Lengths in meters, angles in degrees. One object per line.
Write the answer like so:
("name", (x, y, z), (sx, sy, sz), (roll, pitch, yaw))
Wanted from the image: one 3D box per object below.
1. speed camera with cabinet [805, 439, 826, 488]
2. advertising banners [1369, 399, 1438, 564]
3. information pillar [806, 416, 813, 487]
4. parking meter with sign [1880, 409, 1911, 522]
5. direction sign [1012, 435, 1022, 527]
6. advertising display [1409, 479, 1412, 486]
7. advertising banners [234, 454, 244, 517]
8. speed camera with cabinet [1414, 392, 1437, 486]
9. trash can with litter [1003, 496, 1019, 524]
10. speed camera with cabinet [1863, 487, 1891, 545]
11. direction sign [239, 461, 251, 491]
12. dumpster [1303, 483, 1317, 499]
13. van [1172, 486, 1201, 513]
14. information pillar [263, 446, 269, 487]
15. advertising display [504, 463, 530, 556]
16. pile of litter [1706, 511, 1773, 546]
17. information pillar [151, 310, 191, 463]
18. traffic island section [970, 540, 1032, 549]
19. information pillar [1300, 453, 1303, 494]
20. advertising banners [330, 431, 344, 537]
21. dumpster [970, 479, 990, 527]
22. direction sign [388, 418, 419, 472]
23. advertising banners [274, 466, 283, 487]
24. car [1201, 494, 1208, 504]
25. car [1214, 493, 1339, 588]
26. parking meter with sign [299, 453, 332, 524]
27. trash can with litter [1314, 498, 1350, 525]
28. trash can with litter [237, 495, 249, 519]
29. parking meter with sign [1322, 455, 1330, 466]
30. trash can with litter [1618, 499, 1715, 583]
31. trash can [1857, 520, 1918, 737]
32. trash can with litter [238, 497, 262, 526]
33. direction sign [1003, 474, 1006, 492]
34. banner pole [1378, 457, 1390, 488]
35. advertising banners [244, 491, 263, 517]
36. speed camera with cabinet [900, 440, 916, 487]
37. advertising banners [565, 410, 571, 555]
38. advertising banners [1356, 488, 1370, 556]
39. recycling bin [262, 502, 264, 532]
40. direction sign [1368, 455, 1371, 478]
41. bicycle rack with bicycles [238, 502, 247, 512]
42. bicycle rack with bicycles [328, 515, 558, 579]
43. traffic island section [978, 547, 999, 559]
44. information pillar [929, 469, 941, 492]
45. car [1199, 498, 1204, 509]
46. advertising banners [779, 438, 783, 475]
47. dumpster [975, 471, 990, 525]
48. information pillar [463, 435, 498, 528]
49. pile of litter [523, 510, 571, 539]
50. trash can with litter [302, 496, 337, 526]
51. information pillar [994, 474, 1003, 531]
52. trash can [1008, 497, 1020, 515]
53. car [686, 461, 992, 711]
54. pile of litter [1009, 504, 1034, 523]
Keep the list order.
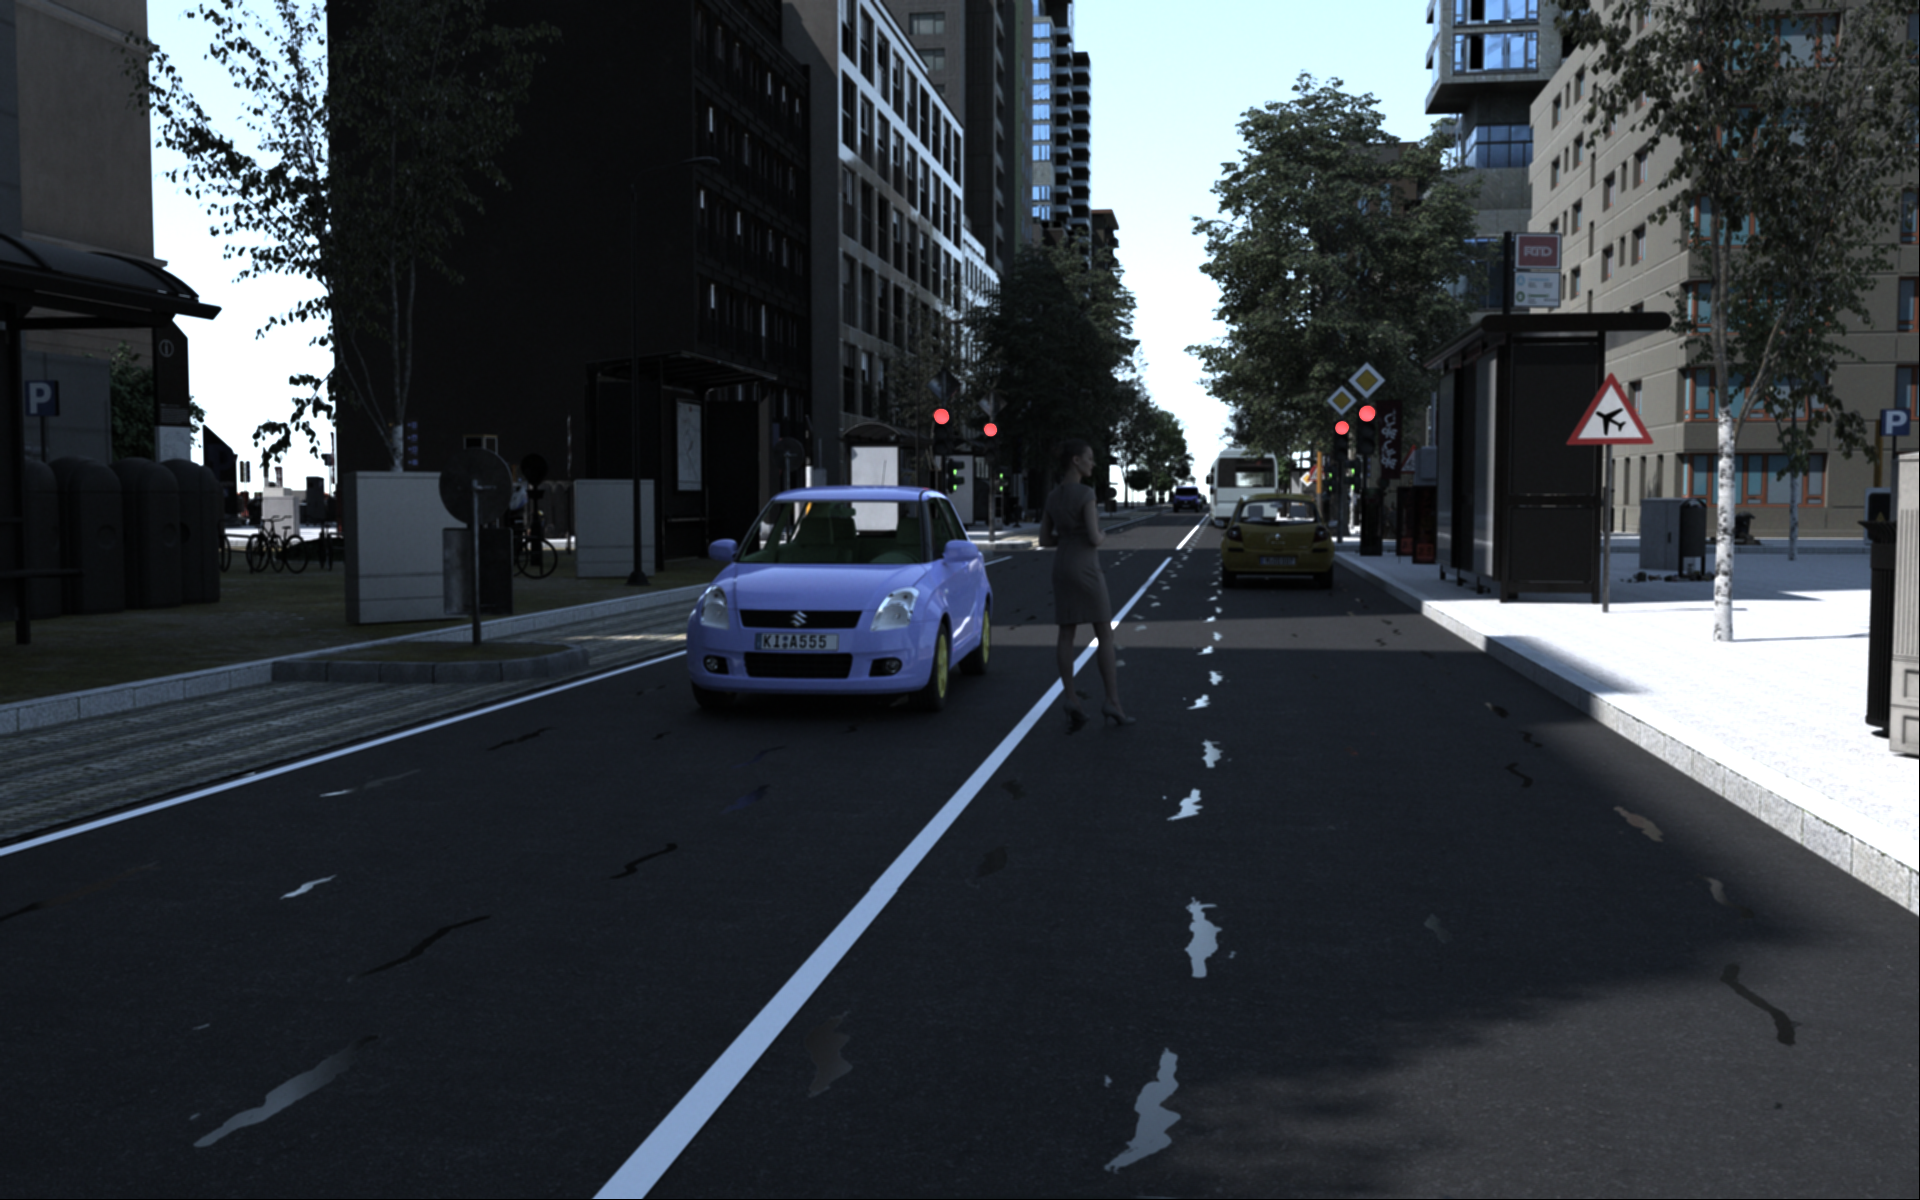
("speed camera with cabinet", (-5.566, -4.181, 62.690), (0.660, 3.252, 2.038), (-2, 4, -33))
("advertising banners", (8.564, -2.171, 31.686), (2.074, 3.025, 0.090), (2, 4, 35))
("information pillar", (-4.488, -3.685, 51.608), (0.183, 3.616, 0.504), (-1, 4, -21))
("parking meter with sign", (18.980, -2.355, 34.770), (0.543, 3.016, 1.738), (1, 4, 13))
("direction sign", (2.193, -4.565, 66.640), (0.379, 3.537, 0.876), (-1, 4, -20))
("advertising display", (19.235, -4.138, 72.862), (0.123, 1.923, 0.974), (-2, 4, -24))
("advertising banners", (-31.736, -4.765, 74.098), (0.090, 3.025, 2.074), (2, 4, 31))
("speed camera with cabinet", (9.803, -2.382, 33.288), (2.038, 3.252, 0.660), (3, 5, 40))
("trash can with litter", (1.741, -3.924, 75.213), (1.678, 1.210, 2.233), (1, 4, 19))
("speed camera with cabinet", (23.413, -2.957, 42.683), (0.660, 3.252, 2.038), (-2, 4, -28))
("direction sign", (-48.552, -7.687, 117.679), (0.379, 3.537, 0.876), (2, 4, 25))
("dumpster", (18.432, -5.142, 89.831), (1.264, 1.857, 1.865), (1, 4, 9))
("van", (17.583, -7.941, 134.223), (2.240, 2.365, 5.245), (1, 4, 9))
("information pillar", (-34.146, -5.742, 85.240), (0.183, 3.616, 0.504), (0, 4, 1))
("advertising display", (-9.231, -1.887, 36.061), (0.123, 1.923, 0.974), (1, 4, 11))
("pile of litter", (19.595, -1.817, 43.668), (1.176, 0.858, 1.719), (-1, 4, -20))
("information pillar", (-9.683, -1.831, 21.291), (0.183, 3.616, 0.504), (2, 4, 24))
("traffic island section", (0.831, -1.468, 46.283), (2.009, 0.180, 2.903), (1, 4, 9))
("information pillar", (18.063, -6.139, 91.732), (0.183, 3.616, 0.504), (1, 4, 17))
("advertising banners", (-17.682, -3.247, 49.282), (0.090, 3.025, 2.074), (-1, 4, -9))
("dumpster", (0.758, -3.831, 68.401), (1.264, 1.857, 1.865), (1, 4, 9))
("direction sign", (-16.630, -3.658, 51.799), (0.876, 3.537, 0.379), (0, 4, -6))
("advertising banners", (-42.290, -6.934, 109.561), (2.074, 3.025, 0.090), (-3, 4, -36))
("car", (34.474, -14.568, 247.973), (2.009, 1.686, 4.222), (0, 4, 7))
("car", (5.077, -1.076, 27.811), (2.015, 1.641, 3.980), (1, 4, 10))
("parking meter with sign", (-27.704, -4.782, 74.453), (1.738, 3.016, 0.543), (2, 4, 24))
("trash can with litter", (15.223, -3.751, 72.383), (2.233, 1.210, 1.678), (1, 4, 17))
("trash can with litter", (-36.838, -4.689, 87.718), (1.678, 1.210, 2.233), (1, 4, 23))
("parking meter with sign", (16.891, -4.968, 77.481), (0.543, 3.016, 1.738), (-2, 4, -33))
("trash can with litter", (10.560, -0.902, 25.800), (2.233, 1.210, 1.678), (-2, 4, -29))
("trash can", (5.118, 0.156, 9.099), (0.748, 1.137, 0.748), (0, 3, 0))
("trash can with litter", (-28.923, -3.610, 70.407), (1.055, 1.170, 0.624), (0, 3, 0))
("direction sign", (3.111, -7.941, 121.825), (0.379, 3.537, 0.876), (1, 4, 18))
("banner pole", (19.158, -5.412, 78.504), (0.401, 3.779, 0.863), (-3, 4, -37))
("advertising banners", (-40.028, -6.163, 96.959), (2.074, 3.025, 0.090), (0, 4, -2))
("speed camera with cabinet", (-1.644, -4.229, 63.478), (0.660, 3.252, 2.038), (-2, 4, -31))
("advertising banners", (-8.363, -2.495, 36.985), (0.090, 3.025, 2.074), (-1, 4, -15))
("advertising banners", (9.258, -2.425, 35.833), (2.074, 3.025, 0.090), (0, 4, 2))
("recycling bin", (-23.163, -2.820, 58.662), (0.722, 1.027, 0.722), (0, 4, -7))
("direction sign", (20.069, -5.715, 85.434), (0.379, 3.537, 0.876), (0, 4, -8))
("bicycle rack with bicycles", (-33.950, -4.051, 79.612), (2.852, 0.926, 2.925), (-1, 4, -18))
("bicycle rack with bicycles", (-7.498, -0.800, 26.470), (2.925, 0.926, 2.852), (1, 4, 11))
("traffic island section", (-0.379, -0.985, 38.389), (2.009, 0.180, 2.903), (1, 4, 9))
("information pillar", (-0.717, -2.887, 51.698), (0.304, 2.012, 0.304), (3, 5, 41))
("car", (22.086, -9.495, 164.036), (1.959, 1.807, 4.718), (0, 4, 8))
("advertising banners", (-6.306, -3.576, 54.659), (2.074, 3.025, 0.090), (3, 5, 41))
("dumpster", (0.757, -4.255, 72.055), (1.502, 2.255, 1.985), (1, 4, 9))
("information pillar", (-5.979, -1.049, 21.646), (0.304, 2.012, 0.304), (1, 4, 18))
("pile of litter", (-12.015, -2.182, 49.634), (1.719, 0.858, 1.176), (1, 4, 22))
("trash can with litter", (-25.520, -3.579, 69.577), (2.233, 1.210, 1.678), (-1, 4, -16))
("information pillar", (1.339, -3.437, 60.691), (0.304, 2.012, 0.304), (0, 4, -2))
("trash can", (2.597, -4.520, 85.555), (0.748, 1.137, 0.748), (0, 3, 0))
("car", (-0.776, -0.186, 12.635), (1.945, 1.707, 3.694), (0, 4, 8))
("pile of litter", (2.866, -3.953, 78.593), (1.719, 0.858, 1.176), (-3, 5, -43))
